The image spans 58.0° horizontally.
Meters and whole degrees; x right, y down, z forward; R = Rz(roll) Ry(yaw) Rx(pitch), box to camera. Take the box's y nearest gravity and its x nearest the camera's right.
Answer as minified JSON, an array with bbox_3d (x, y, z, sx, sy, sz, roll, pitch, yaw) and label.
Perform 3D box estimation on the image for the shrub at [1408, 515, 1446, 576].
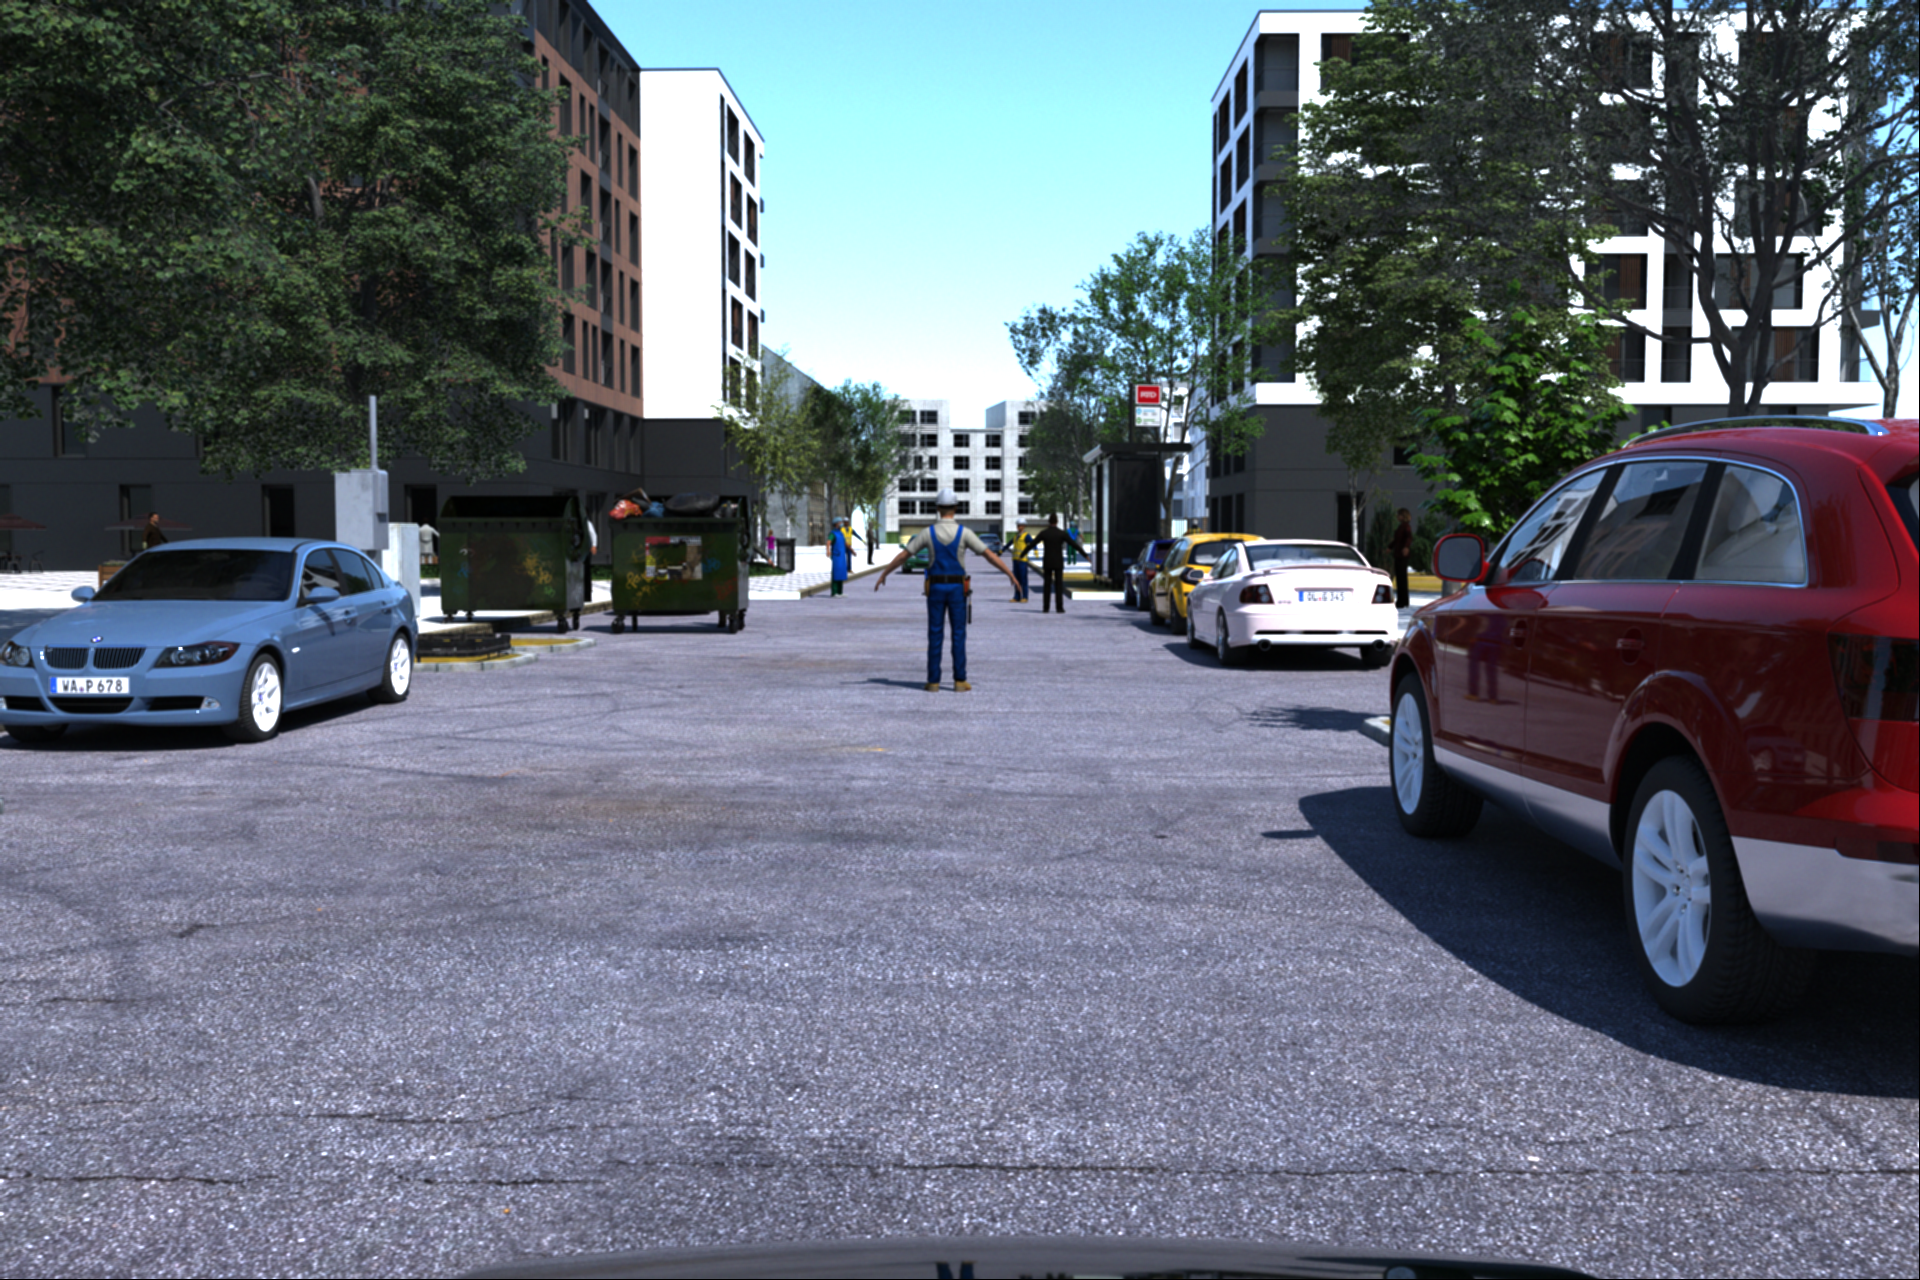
[{"bbox_3d":[14.576,-3.006,53.562,1.690,2.028,1.600,0,3,0],"label":"shrub"}]

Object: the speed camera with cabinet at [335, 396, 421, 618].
[{"bbox_3d":[-8.582,-1.909,25.547,0.660,3.252,2.038,0,4,1],"label":"speed camera with cabinet"}]

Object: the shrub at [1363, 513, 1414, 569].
[{"bbox_3d":[13.794,-3.156,55.646,1.661,2.075,1.752,0,3,0],"label":"shrub"}]

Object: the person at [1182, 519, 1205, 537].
[{"bbox_3d":[9.076,-3.738,66.884,1.354,1.858,0.705,1,4,15],"label":"person"}]

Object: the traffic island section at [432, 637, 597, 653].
[{"bbox_3d":[-5.650,0.071,21.700,1.991,0.108,1.994,0,4,1],"label":"traffic island section"}]

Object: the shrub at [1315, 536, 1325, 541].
[{"bbox_3d":[11.752,-2.792,56.761,1.383,1.207,1.383,0,3,0],"label":"shrub"}]

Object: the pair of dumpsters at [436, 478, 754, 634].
[{"bbox_3d":[-5.279,-1.239,25.213,4.436,2.255,1.574,0,4,1],"label":"pair of dumpsters"}]

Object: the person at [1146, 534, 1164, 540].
[{"bbox_3d":[7.956,-4.066,72.660,1.347,1.806,0.705,-1,4,-12],"label":"person"}]

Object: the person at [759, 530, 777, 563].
[{"bbox_3d":[-6.356,-3.008,58.452,0.991,1.433,0.599,1,4,20],"label":"person"}]

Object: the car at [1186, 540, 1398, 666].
[{"bbox_3d":[3.769,-0.479,20.191,2.083,1.381,4.827,0,4,1],"label":"car"}]

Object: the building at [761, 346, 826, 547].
[{"bbox_3d":[-24.216,-21.445,181.555,19.493,23.208,18.063,0,4,1],"label":"building"}]

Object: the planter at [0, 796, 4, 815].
[{"bbox_3d":[-5.893,0.780,8.388,1.991,0.319,1.994,0,4,0],"label":"planter"}]

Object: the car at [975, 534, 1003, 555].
[{"bbox_3d":[1.917,-6.446,117.395,2.014,1.417,4.499,0,4,0],"label":"car"}]

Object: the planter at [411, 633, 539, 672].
[{"bbox_3d":[-5.730,0.133,18.961,1.991,0.319,1.994,0,4,1],"label":"planter"}]

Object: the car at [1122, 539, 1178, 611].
[{"bbox_3d":[4.163,-1.282,33.535,1.945,1.354,3.894,0,3,0],"label":"car"}]

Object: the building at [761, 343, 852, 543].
[{"bbox_3d":[-22.808,-22.772,203.244,19.493,23.208,18.063,0,4,2],"label":"building"}]

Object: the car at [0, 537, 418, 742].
[{"bbox_3d":[-5.624,-0.088,13.445,2.014,1.417,4.499,0,4,1],"label":"car"}]

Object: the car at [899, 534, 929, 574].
[{"bbox_3d":[-1.168,-3.175,63.709,2.131,1.459,4.920,0,4,1],"label":"car"}]

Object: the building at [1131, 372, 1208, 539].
[{"bbox_3d":[24.861,-21.142,202.097,16.016,20.090,11.380,0,4,1],"label":"building"}]

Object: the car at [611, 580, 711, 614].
[{"bbox_3d":[-5.291,-1.365,32.109,2.009,1.686,4.222,0,4,1],"label":"car"}]

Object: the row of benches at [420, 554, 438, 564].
[{"bbox_3d":[-17.826,-2.570,57.479,4.104,0.672,1.422,-1,4,-22],"label":"row of benches"}]

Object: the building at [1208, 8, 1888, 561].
[{"bbox_3d":[25.780,-14.686,84.087,27.936,21.610,32.646,0,4,1],"label":"building"}]

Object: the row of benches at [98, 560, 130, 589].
[{"bbox_3d":[-18.423,-1.572,41.159,4.104,0.672,1.422,0,4,-2],"label":"row of benches"}]

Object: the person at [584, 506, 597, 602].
[{"bbox_3d":[-7.125,-1.620,32.650,0.704,1.810,1.344,-3,4,-38],"label":"person"}]

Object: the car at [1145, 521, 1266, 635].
[{"bbox_3d":[3.851,-0.966,26.013,2.015,1.641,3.980,0,4,0],"label":"car"}]

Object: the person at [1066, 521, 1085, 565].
[{"bbox_3d":[4.629,-4.026,71.959,1.347,1.817,0.704,-1,4,-23],"label":"person"}]

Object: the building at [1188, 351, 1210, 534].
[{"bbox_3d":[28.896,-19.756,179.429,16.016,20.090,11.380,0,4,1],"label":"building"}]

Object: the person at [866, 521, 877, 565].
[{"bbox_3d":[-3.715,-4.059,72.493,0.705,1.813,1.348,-1,4,-16],"label":"person"}]

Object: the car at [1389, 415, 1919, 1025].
[{"bbox_3d":[3.109,0.128,6.586,2.281,1.827,5.304,0,4,1],"label":"car"}]

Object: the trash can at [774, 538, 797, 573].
[{"bbox_3d":[-5.786,-2.806,57.523,0.748,1.137,0.748,0,3,0],"label":"trash can"}]

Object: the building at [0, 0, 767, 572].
[{"bbox_3d":[-24.574,-14.105,74.588,27.936,21.610,32.646,0,4,2],"label":"building"}]

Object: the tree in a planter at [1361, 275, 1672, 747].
[{"bbox_3d":[3.882,-0.904,12.005,1.991,3.239,1.994,0,4,1],"label":"tree in a planter"}]

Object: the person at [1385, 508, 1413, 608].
[{"bbox_3d":[7.580,-1.418,29.991,0.721,1.729,1.215,0,4,-1],"label":"person"}]

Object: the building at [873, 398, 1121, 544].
[{"bbox_3d":[4.745,-22.355,234.425,31.486,18.905,16.747,-1,4,-8],"label":"building"}]
